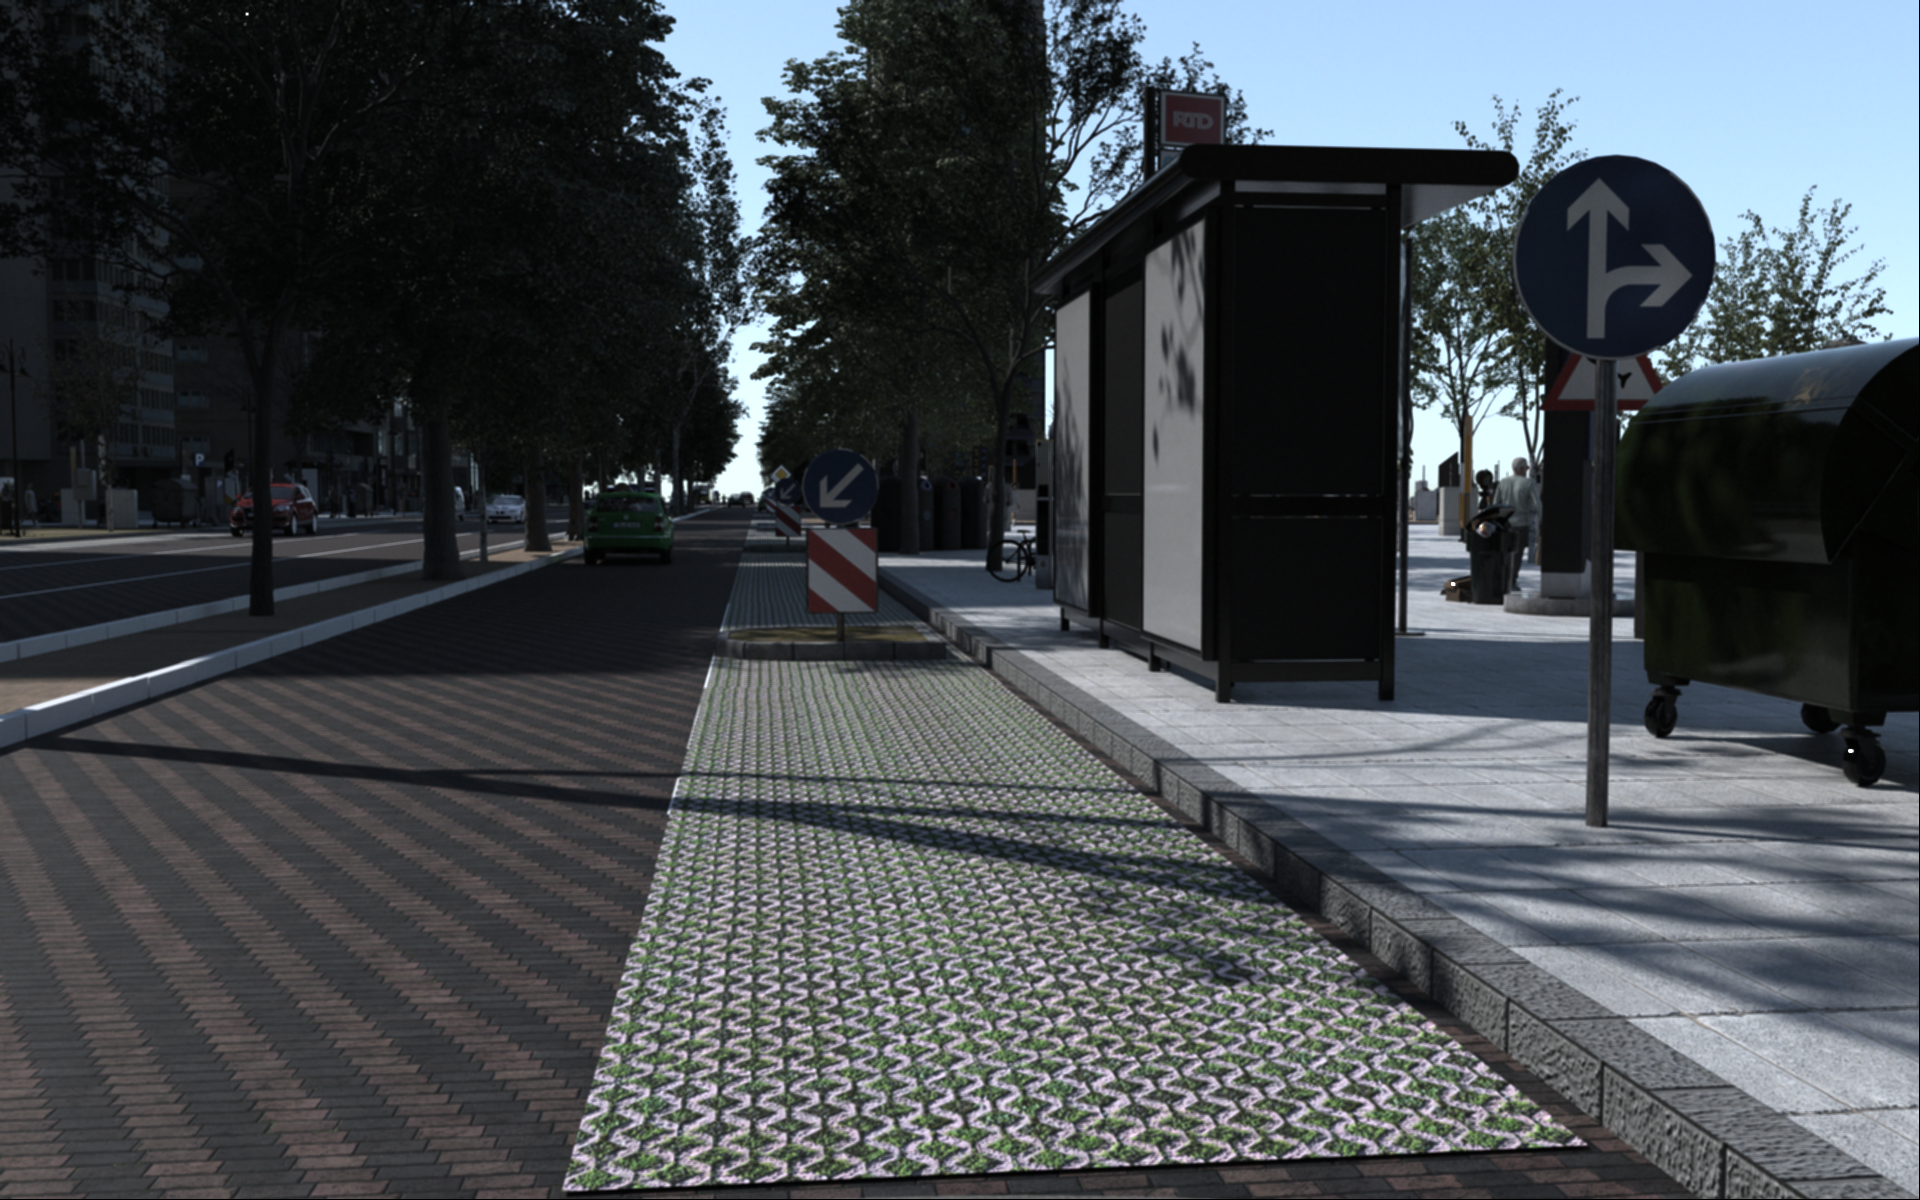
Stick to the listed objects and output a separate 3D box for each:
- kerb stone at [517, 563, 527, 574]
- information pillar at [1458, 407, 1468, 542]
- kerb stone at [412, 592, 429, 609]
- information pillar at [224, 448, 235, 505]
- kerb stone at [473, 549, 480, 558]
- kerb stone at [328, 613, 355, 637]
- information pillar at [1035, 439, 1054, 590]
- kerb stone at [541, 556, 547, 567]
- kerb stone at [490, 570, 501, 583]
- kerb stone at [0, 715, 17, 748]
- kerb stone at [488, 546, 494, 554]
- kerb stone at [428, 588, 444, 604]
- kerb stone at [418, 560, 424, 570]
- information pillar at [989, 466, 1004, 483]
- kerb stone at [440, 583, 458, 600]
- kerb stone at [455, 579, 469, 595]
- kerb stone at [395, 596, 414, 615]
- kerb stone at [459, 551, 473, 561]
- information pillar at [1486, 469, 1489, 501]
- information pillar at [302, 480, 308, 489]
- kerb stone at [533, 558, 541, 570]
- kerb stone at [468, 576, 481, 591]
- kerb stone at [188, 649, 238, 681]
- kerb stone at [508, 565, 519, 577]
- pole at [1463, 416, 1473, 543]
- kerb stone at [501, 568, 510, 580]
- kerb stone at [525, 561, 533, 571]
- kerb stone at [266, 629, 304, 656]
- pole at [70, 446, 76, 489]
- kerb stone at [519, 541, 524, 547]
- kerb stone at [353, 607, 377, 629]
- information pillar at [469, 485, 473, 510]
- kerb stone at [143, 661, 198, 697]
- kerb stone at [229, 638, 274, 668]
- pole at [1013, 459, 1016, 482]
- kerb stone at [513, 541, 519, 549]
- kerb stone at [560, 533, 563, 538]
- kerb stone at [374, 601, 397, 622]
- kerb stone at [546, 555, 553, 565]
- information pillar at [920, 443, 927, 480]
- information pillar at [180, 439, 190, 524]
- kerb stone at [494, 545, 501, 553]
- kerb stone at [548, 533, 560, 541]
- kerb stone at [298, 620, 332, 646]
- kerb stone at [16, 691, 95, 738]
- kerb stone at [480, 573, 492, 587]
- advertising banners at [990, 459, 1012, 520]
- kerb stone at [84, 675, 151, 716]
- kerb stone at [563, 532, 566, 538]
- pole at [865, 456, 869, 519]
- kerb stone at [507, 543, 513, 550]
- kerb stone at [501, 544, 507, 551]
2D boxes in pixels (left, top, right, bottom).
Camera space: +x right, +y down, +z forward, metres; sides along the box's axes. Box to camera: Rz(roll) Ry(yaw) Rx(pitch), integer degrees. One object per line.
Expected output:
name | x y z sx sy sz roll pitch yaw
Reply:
kerb stone | -7.925 -0.536 30.977 0.120 0.150 1.000 0 4 -7
information pillar | 13.487 -3.367 46.402 0.183 3.616 0.504 2 4 26
kerb stone | -6.872 0.027 21.814 0.120 0.150 1.000 0 4 -7
information pillar | -37.034 -5.903 87.877 0.504 3.616 0.183 0 4 4
kerb stone | -10.963 -1.021 38.886 0.120 0.150 1.000 0 4 -7
kerb stone | -6.405 0.272 17.746 0.120 0.150 1.000 0 4 -7
information pillar | 1.230 -1.157 23.404 0.304 2.012 0.304 -3 5 -40
kerb stone | -8.285 -0.717 34.029 0.120 0.150 1.000 0 4 -7
kerb stone | -7.584 -0.350 27.919 0.120 0.150 1.000 0 4 -7
kerb stone | -5.457 0.770 9.603 0.120 0.150 1.000 0 4 -7
kerb stone | -11.197 -1.145 40.917 0.120 0.150 1.000 0 4 -7
kerb stone | -6.986 -0.029 22.833 0.120 0.150 1.000 0 4 -7
kerb stone | -10.252 -0.647 32.770 0.120 0.150 1.000 0 4 -7
information pillar | 0.955 -2.502 45.398 0.304 2.012 0.304 2 4 33
kerb stone | -7.104 -0.097 23.858 0.120 0.150 1.000 0 4 -7
kerb stone | -7.229 -0.164 24.873 0.120 0.150 1.000 0 4 -7
kerb stone | -6.748 0.087 20.794 0.120 0.150 1.000 0 4 -7
kerb stone | -10.850 -0.958 37.866 0.120 0.150 1.000 0 4 -7
information pillar | 48.265 -10.227 158.557 0.183 3.616 0.504 -1 4 -14
information pillar | -33.703 -5.172 89.058 0.304 2.012 0.304 -1 4 -23
kerb stone | -8.163 -0.659 33.014 0.120 0.150 1.000 0 4 -7
kerb stone | -7.341 -0.226 25.889 0.120 0.150 1.000 0 4 -7
kerb stone | -5.935 0.524 13.676 0.120 0.150 1.000 0 4 -7
kerb stone | -7.812 -0.469 29.957 0.120 0.150 1.000 0 4 -7
pole | 13.262 -3.141 45.194 0.158 3.312 0.155 0 3 0
kerb stone | -7.697 -0.413 28.940 0.120 0.150 1.000 0 4 -7
kerb stone | -8.065 -0.598 31.996 0.120 0.150 1.000 0 4 -7
kerb stone | -6.169 0.397 15.712 0.120 0.150 1.000 0 4 -7
pole | -37.993 -4.920 74.280 0.158 3.312 0.155 0 3 0
kerb stone | -11.788 -1.457 46.015 0.120 0.150 1.000 0 4 -7
kerb stone | -6.518 0.210 18.762 0.120 0.150 1.000 0 4 -7
information pillar | -40.667 -8.532 143.994 0.304 2.012 0.304 -1 4 -14
kerb stone | -5.811 0.590 12.658 0.120 0.150 1.000 0 4 -7
kerb stone | -6.049 0.461 14.692 0.120 0.150 1.000 0 4 -7
pole | 3.183 -6.525 100.524 0.158 3.312 0.155 0 3 0
kerb stone | -11.661 -1.395 45.000 0.120 0.150 1.000 0 4 -7
kerb stone | -12.847 -2.017 55.180 0.120 0.150 1.000 0 4 -7
kerb stone | -6.630 0.148 19.778 0.120 0.150 1.000 0 4 -7
kerb stone | -8.406 -0.786 35.045 0.120 0.150 1.000 0 4 -7
information pillar | -1.665 -5.394 79.547 0.183 3.616 0.504 -2 4 -34
information pillar | -33.229 -5.073 74.297 0.183 3.616 0.504 1 4 18
kerb stone | -11.317 -1.208 41.938 0.120 0.150 1.000 0 4 -7
kerb stone | -12.719 -1.955 54.166 0.120 0.150 1.000 0 4 -7
kerb stone | -6.281 0.334 16.731 0.120 0.150 1.000 0 4 -7
kerb stone | -5.575 0.708 10.621 0.120 0.150 1.000 0 4 -7
kerb stone | -7.454 -0.288 26.905 0.120 0.150 1.000 0 4 -7
advertising banners | 2.499 -5.569 87.238 2.074 3.025 0.090 1 4 23
kerb stone | -5.697 0.646 11.642 0.120 0.150 1.000 0 4 -7
kerb stone | -12.967 -2.080 56.203 0.120 0.150 1.000 0 4 -7
pole | -4.736 -5.753 87.898 0.158 3.312 0.155 0 3 0
kerb stone | -11.551 -1.333 43.984 0.120 0.150 1.000 0 4 -7
kerb stone | -11.434 -1.270 42.963 0.120 0.150 1.000 0 4 -7
